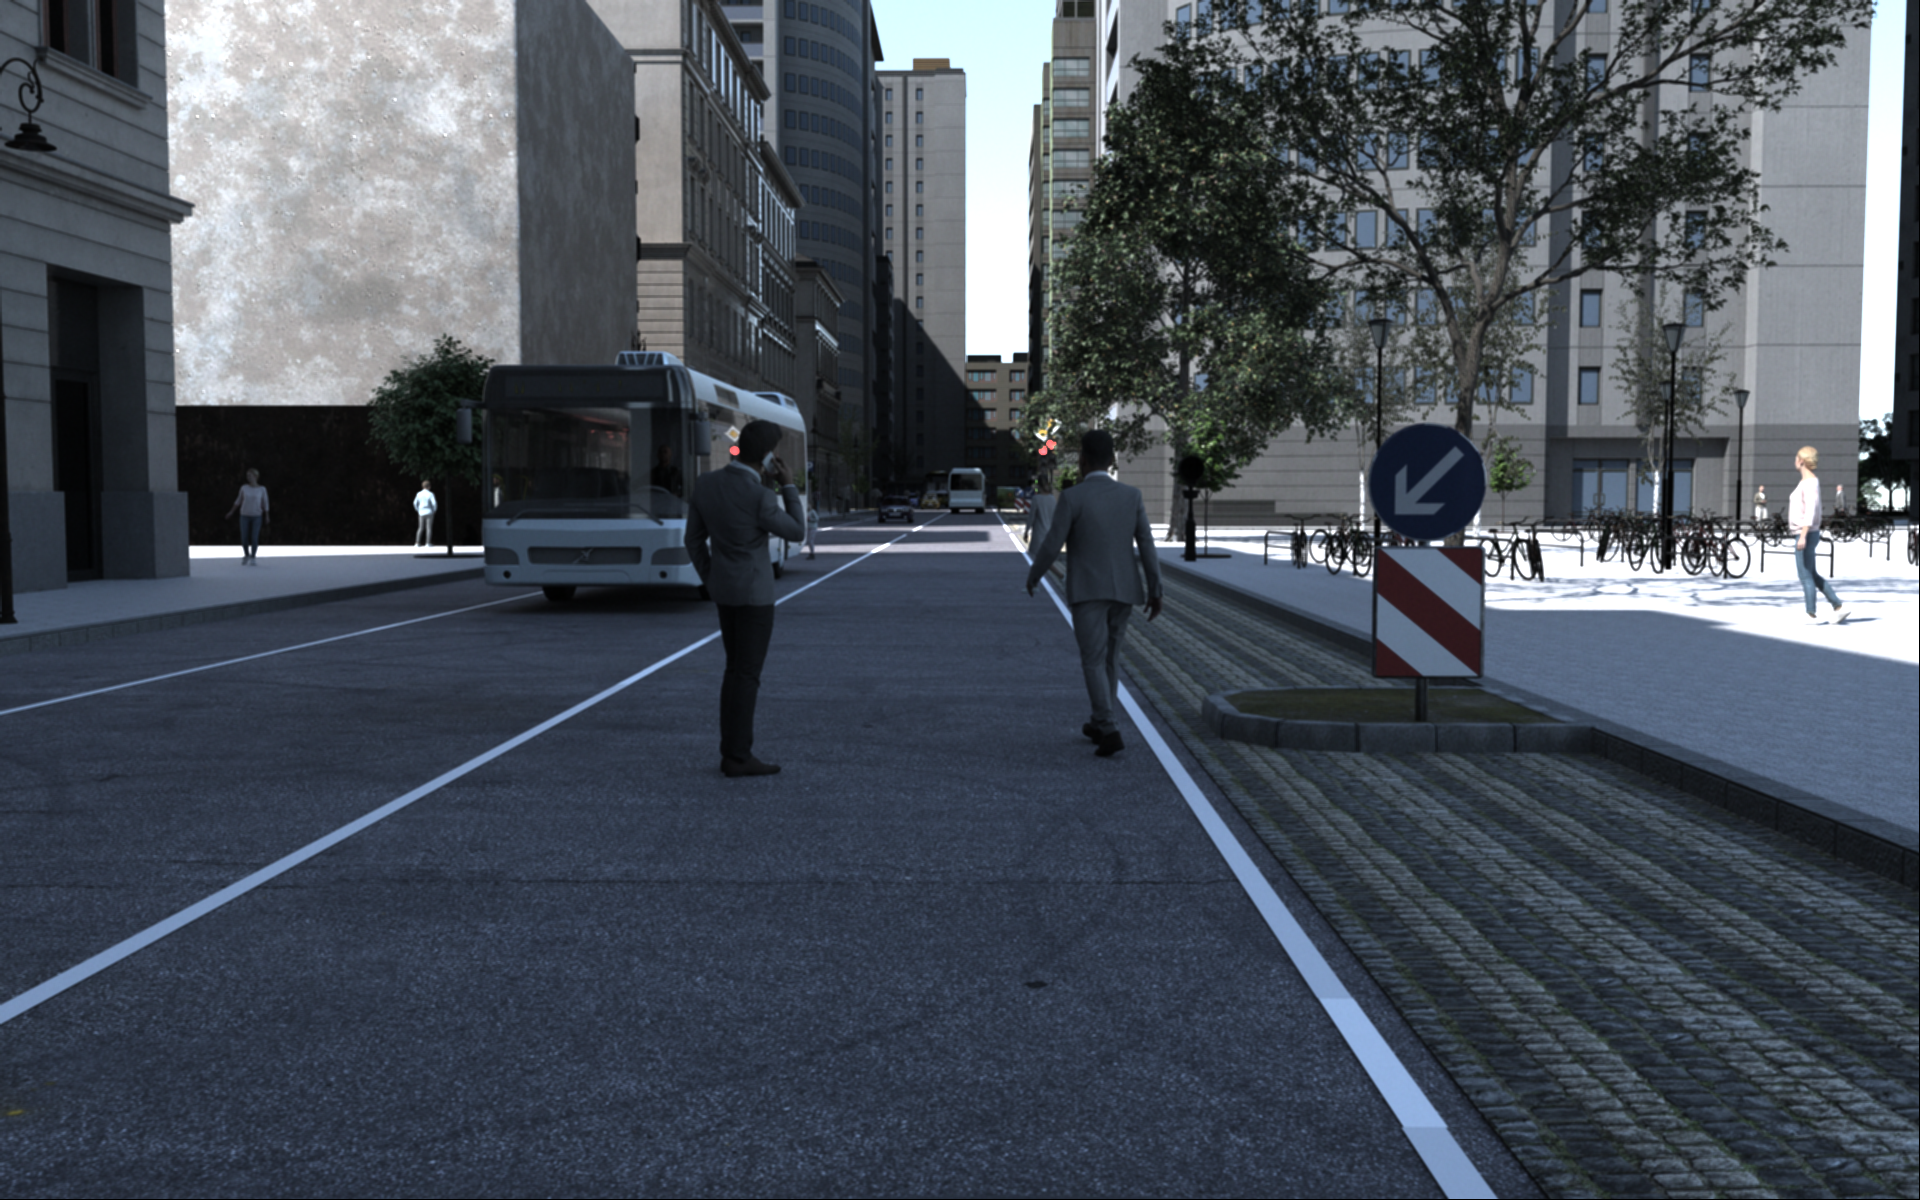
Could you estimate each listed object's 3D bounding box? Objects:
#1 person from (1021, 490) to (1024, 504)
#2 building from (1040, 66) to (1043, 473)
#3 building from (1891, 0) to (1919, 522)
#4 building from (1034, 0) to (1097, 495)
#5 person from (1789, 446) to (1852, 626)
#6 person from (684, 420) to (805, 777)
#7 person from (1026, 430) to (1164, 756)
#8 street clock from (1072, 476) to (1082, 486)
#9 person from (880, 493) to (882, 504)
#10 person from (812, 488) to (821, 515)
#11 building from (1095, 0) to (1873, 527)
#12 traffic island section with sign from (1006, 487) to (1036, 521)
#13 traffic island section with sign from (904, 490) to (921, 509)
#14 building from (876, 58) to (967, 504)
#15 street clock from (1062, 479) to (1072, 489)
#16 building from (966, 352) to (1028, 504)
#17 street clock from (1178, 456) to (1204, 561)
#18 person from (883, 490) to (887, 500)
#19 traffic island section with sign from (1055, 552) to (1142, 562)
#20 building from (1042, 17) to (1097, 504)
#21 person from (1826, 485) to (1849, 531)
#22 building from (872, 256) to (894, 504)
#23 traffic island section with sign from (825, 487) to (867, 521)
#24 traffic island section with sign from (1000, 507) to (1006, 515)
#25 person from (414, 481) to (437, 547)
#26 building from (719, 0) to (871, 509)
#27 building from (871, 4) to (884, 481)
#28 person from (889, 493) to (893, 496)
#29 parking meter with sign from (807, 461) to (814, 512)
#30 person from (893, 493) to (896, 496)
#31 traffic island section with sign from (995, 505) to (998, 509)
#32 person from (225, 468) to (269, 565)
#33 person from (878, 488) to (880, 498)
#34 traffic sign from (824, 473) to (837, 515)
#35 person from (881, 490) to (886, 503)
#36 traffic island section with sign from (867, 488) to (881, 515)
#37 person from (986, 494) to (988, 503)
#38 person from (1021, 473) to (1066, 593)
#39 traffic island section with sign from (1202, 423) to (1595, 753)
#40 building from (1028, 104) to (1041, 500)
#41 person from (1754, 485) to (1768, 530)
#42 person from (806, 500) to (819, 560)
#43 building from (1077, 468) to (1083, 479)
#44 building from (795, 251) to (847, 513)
[{"bbox_3d":[7.159,-11.655,197.263,0.551,1.740,0.621,1,4,11],"label":"person"},{"bbox_3d":[14.763,-29.603,167.596,14.154,41.232,14.086,0,4,1],"label":"building"},{"bbox_3d":[49.784,-18.389,72.359,14.107,30.474,14.160,0,4,1],"label":"building"},{"bbox_3d":[18.509,-45.629,184.293,20.563,71.187,20.611,0,4,1],"label":"building"},{"bbox_3d":[8.377,-0.621,16.869,0.598,1.740,0.731,1,4,16],"label":"person"},{"bbox_3d":[-1.096,-0.011,8.861,0.473,1.802,0.592,-3,4,-38],"label":"person"},{"bbox_3d":[0.775,-0.056,9.686,0.678,1.792,0.850,-1,4,-18],"label":"person"},{"bbox_3d":[4.878,-4.063,70.999,0.358,2.002,0.471,0,4,8],"label":"street clock"},{"bbox_3d":[-8.110,-10.278,175.020,0.436,1.711,0.756,2,4,27],"label":"person"},{"bbox_3d":[-8.935,-6.176,107.863,0.563,1.720,0.643,1,4,14],"label":"person"},{"bbox_3d":[20.676,-32.637,75.611,28.212,58.520,21.231,0,4,1],"label":"building"},{"bbox_3d":[3.594,-5.142,92.701,1.989,1.847,2.006,0,4,1],"label":"traffic island section with sign"},{"bbox_3d":[-5.117,-9.844,169.577,1.989,1.847,2.006,0,4,1],"label":"traffic island section with sign"},{"bbox_3d":[-13.179,-42.554,237.750,28.212,58.520,21.231,0,4,1],"label":"building"},{"bbox_3d":[5.127,-4.780,82.726,0.471,2.002,0.358,-2,4,-28],"label":"street clock"},{"bbox_3d":[15.405,-24.207,240.823,28.899,21.520,27.650,0,4,1],"label":"building"},{"bbox_3d":[4.403,-1.742,33.054,0.471,2.002,0.358,0,4,-4],"label":"street clock"},{"bbox_3d":[-8.124,-11.137,188.659,0.750,1.759,0.617,1,4,20],"label":"person"},{"bbox_3d":[2.864,-1.761,37.422,1.989,1.847,2.006,0,4,1],"label":"traffic island section with sign"},{"bbox_3d":[14.856,-28.691,152.693,14.154,41.232,14.086,0,4,1],"label":"building"},{"bbox_3d":[32.636,-3.392,64.359,0.834,1.777,0.661,1,4,20],"label":"person"},{"bbox_3d":[-15.113,-26.862,210.897,14.107,30.474,14.160,0,4,1],"label":"building"},{"bbox_3d":[-6.136,-5.125,92.428,1.989,1.847,2.006,0,4,1],"label":"traffic island section with sign"},{"bbox_3d":[3.970,-6.856,120.725,1.989,1.847,2.006,0,4,1],"label":"traffic island section with sign"},{"bbox_3d":[-12.907,-2.082,41.894,0.589,1.601,0.330,1,4,15],"label":"person"},{"bbox_3d":[-19.387,-37.563,156.150,21.231,58.520,28.212,0,4,1],"label":"building"},{"bbox_3d":[-22.994,-36.388,184.178,28.713,52.752,27.495,0,4,1],"label":"building"},{"bbox_3d":[-7.355,-10.647,183.353,0.421,1.427,0.697,1,4,14],"label":"person"},{"bbox_3d":[-8.148,-5.837,91.688,0.543,3.016,1.738,0,4,7],"label":"parking meter with sign"},{"bbox_3d":[-7.525,-11.518,197.582,0.991,1.433,0.599,1,4,9],"label":"person"},{"bbox_3d":[4.608,-9.836,169.440,1.989,1.847,2.006,0,4,1],"label":"traffic island section with sign"},{"bbox_3d":[-12.891,-1.505,31.326,0.731,1.740,0.598,-1,4,-23],"label":"person"},{"bbox_3d":[-7.851,-9.816,166.549,0.705,1.821,1.348,-1,4,-17],"label":"person"},{"bbox_3d":[-7.945,-6.491,106.238,0.768,2.556,0.104,0,4,7],"label":"traffic sign"},{"bbox_3d":[-9.057,-11.931,201.214,1.348,1.812,0.705,-2,4,-33],"label":"person"},{"bbox_3d":[-5.765,-6.799,119.798,1.989,1.847,2.006,0,4,1],"label":"traffic island section with sign"},{"bbox_3d":[3.286,-12.492,215.971,0.421,1.427,0.697,0,4,-7],"label":"person"},{"bbox_3d":[1.242,-0.964,25.016,0.760,1.731,0.466,1,4,19],"label":"person"},{"bbox_3d":[2.517,-0.113,10.470,1.989,1.847,2.006,0,4,1],"label":"traffic island section with sign"},{"bbox_3d":[19.032,-35.617,206.045,21.300,48.544,21.600,0,4,1],"label":"building"},{"bbox_3d":[30.043,-3.416,64.908,0.519,1.759,0.362,0,4,-5],"label":"person"},{"bbox_3d":[-3.278,-1.541,37.973,0.425,1.301,0.394,2,4,35],"label":"person"},{"bbox_3d":[23.887,-25.975,116.573,32.217,40.220,23.993,0,4,1],"label":"building"},{"bbox_3d":[-14.080,-15.878,124.227,10.561,19.102,19.286,0,4,1],"label":"building"}]
